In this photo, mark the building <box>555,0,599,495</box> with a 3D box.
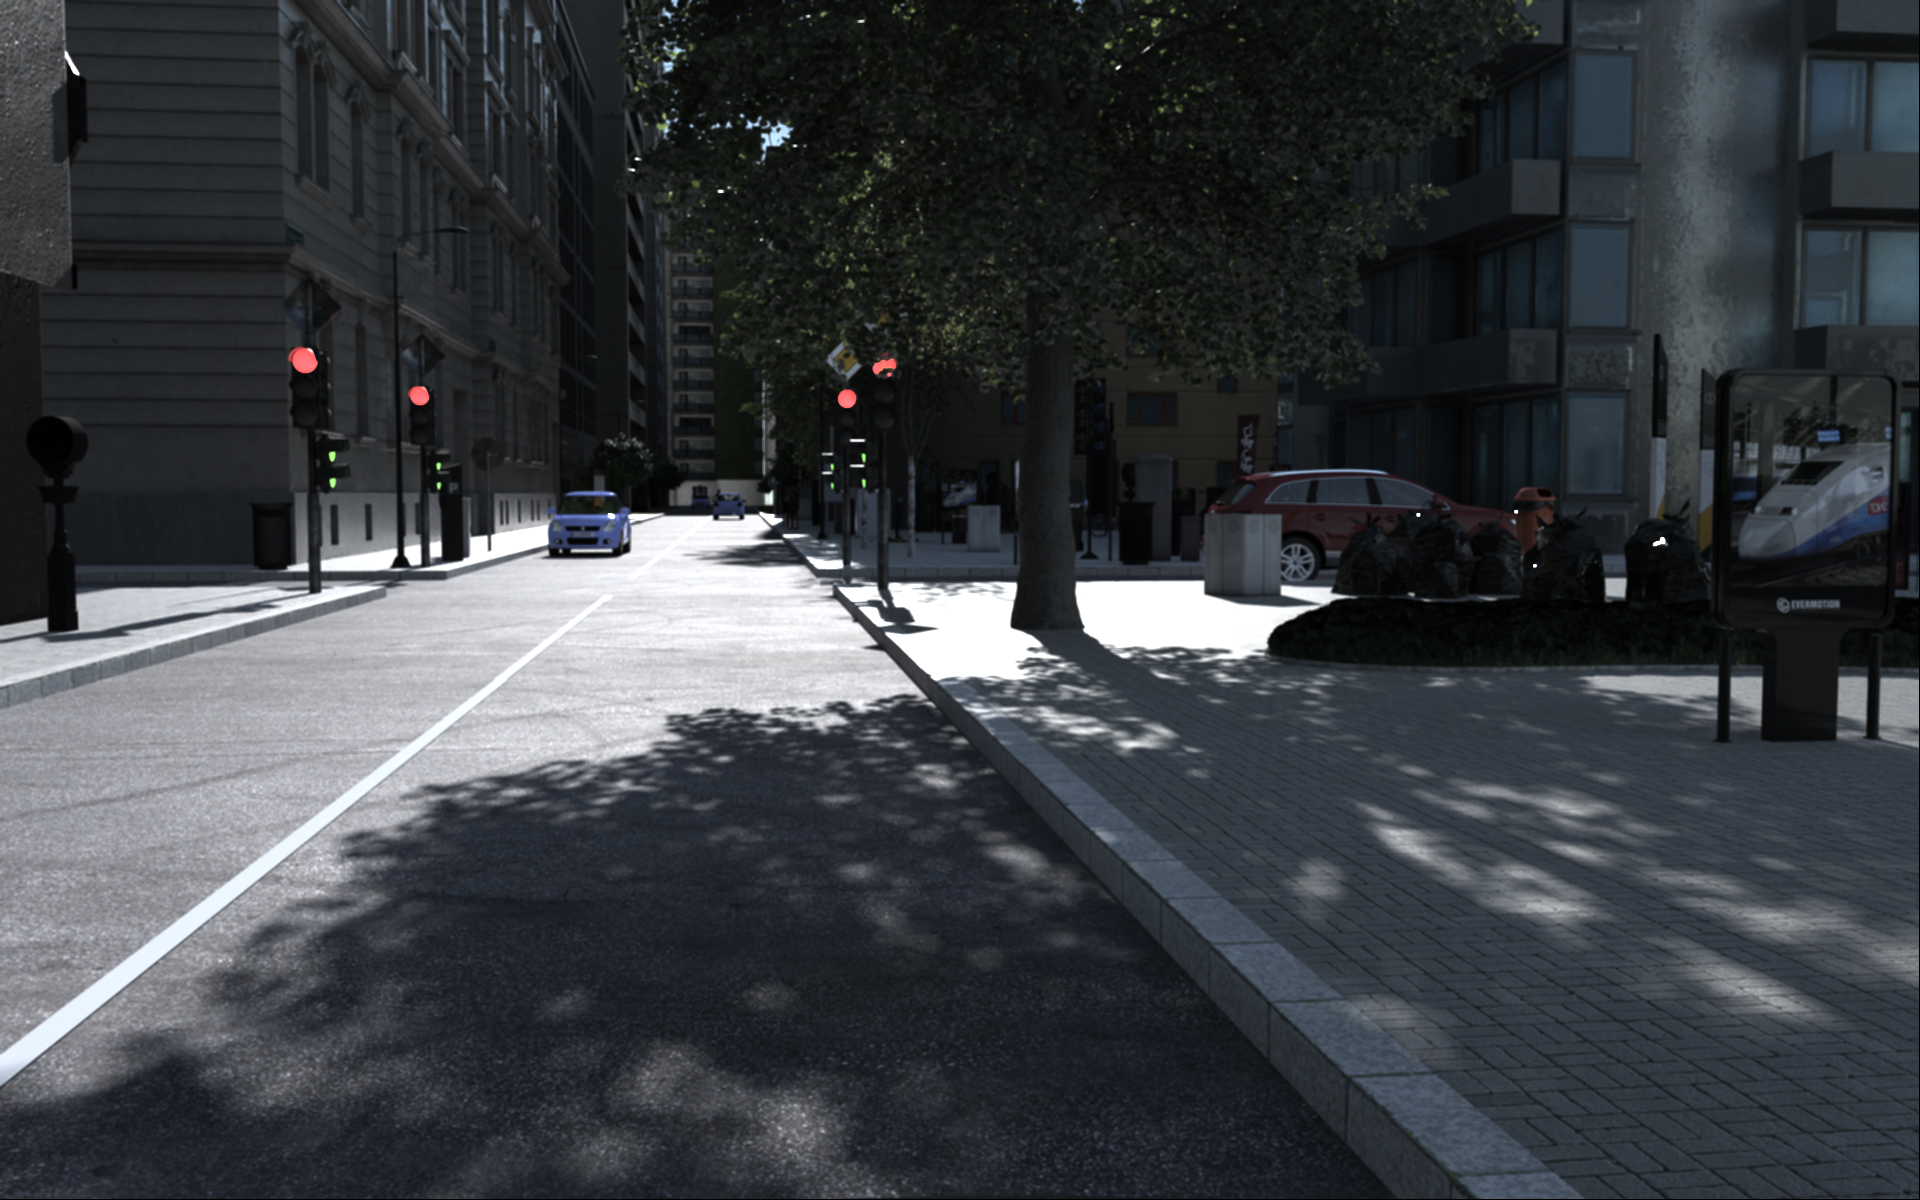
[{"bbox_3d":[-26.559,-18.011,87.988,14.314,27.812,24.014,0,4,-7],"label":"building"}]

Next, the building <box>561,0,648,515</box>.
[{"bbox_3d":[-32.059,-29.952,113.419,21.300,48.544,21.600,0,4,-7],"label":"building"}]

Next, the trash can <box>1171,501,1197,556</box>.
[{"bbox_3d":[4.549,-1.494,36.075,0.748,1.137,0.748,0,3,0],"label":"trash can"}]

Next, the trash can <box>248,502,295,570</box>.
[{"bbox_3d":[-11.697,-1.089,29.459,0.748,1.137,0.748,0,3,0],"label":"trash can"}]

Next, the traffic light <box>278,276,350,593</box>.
[{"bbox_3d":[-8.362,-2.047,22.393,0.839,4.253,0.868,0,4,-7],"label":"traffic light"}]

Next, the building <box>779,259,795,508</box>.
[{"bbox_3d":[-0.007,-17.952,138.556,27.650,21.520,28.899,0,4,-7],"label":"building"}]

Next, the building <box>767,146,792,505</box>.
[{"bbox_3d":[-15.333,-31.446,197.740,14.086,41.232,14.154,0,4,-7],"label":"building"}]

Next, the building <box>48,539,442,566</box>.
[{"bbox_3d":[-19.625,-15.501,40.825,14.401,28.519,23.554,0,4,-7],"label":"building"}]

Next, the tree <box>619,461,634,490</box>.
[{"bbox_3d":[-16.780,-5.440,83.551,1.663,3.219,1.824,0,3,0],"label":"tree"}]

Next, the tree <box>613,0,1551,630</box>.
[{"bbox_3d":[0.902,-6.711,16.378,9.857,13.997,8.962,0,3,0],"label":"tree"}]

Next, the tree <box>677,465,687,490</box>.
[{"bbox_3d":[-26.100,-10.446,154.499,4.285,4.588,4.351,0,3,0],"label":"tree"}]

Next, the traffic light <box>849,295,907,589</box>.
[{"bbox_3d":[-1.062,-2.105,23.334,0.839,4.253,0.868,0,4,-7],"label":"traffic light"}]

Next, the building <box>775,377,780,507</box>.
[{"bbox_3d":[-3.761,-19.731,167.637,27.650,21.520,28.899,0,4,-7],"label":"building"}]

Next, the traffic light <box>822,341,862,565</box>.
[{"bbox_3d":[-2.069,-2.589,31.256,0.839,4.253,0.868,0,4,-7],"label":"traffic light"}]

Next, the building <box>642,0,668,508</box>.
[{"bbox_3d":[-39.076,-44.511,166.003,20.611,71.187,20.563,0,4,-7],"label":"building"}]

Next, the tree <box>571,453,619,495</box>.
[{"bbox_3d":[-17.177,-5.281,80.946,1.663,3.219,1.824,0,3,0],"label":"tree"}]

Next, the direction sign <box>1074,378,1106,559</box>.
[{"bbox_3d":[2.567,-2.584,34.238,0.379,3.537,0.876,-3,4,-39],"label":"direction sign"}]

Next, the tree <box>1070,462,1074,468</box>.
[{"bbox_3d":[2.495,-3.427,50.635,1.663,3.219,1.824,0,3,0],"label":"tree"}]

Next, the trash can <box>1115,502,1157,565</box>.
[{"bbox_3d":[3.192,-1.210,31.436,0.748,1.137,0.748,0,3,0],"label":"trash can"}]

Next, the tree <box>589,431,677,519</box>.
[{"bbox_3d":[-17.427,-6.467,89.452,4.285,4.588,4.351,0,3,0],"label":"tree"}]

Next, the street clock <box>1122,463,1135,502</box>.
[{"bbox_3d":[3.935,-2.166,39.987,0.358,2.002,0.471,2,4,34],"label":"street clock"}]

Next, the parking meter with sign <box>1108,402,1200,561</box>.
[{"bbox_3d":[3.703,-2.251,33.071,1.738,3.016,0.543,0,4,2],"label":"parking meter with sign"}]

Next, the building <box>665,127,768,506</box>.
[{"bbox_3d":[-29.324,-31.347,196.109,14.086,41.232,14.154,0,4,-7],"label":"building"}]

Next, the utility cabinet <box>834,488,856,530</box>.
[{"bbox_3d":[-3.882,-3.168,60.476,0.318,1.500,1.173,3,5,43],"label":"utility cabinet"}]

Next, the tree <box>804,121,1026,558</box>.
[{"bbox_3d":[-0.741,-5.162,34.765,4.360,8.622,3.978,0,3,0],"label":"tree"}]

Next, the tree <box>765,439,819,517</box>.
[{"bbox_3d":[-9.179,-6.941,97.192,4.285,4.588,4.351,0,3,0],"label":"tree"}]

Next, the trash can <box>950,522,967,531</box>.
[{"bbox_3d":[-0.038,-2.818,57.721,0.748,1.137,0.748,0,3,0],"label":"trash can"}]

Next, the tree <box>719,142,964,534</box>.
[{"bbox_3d":[-3.755,-8.406,55.567,7.486,12.596,7.792,0,3,0],"label":"tree"}]

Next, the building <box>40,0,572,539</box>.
[{"bbox_3d":[-22.293,-16.929,64.186,14.401,28.519,23.554,0,4,-7],"label":"building"}]

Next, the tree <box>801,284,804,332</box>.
[{"bbox_3d":[-2.083,-5.541,40.966,4.360,8.622,3.978,0,3,0],"label":"tree"}]

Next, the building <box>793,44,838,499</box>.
[{"bbox_3d":[-4.075,-21.028,115.504,14.160,30.474,14.107,0,4,-7],"label":"building"}]

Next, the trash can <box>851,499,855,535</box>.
[{"bbox_3d":[-3.246,-2.629,54.631,0.748,1.137,0.748,0,3,0],"label":"trash can"}]

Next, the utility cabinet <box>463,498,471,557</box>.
[{"bbox_3d":[-10.193,-1.491,35.533,0.306,1.237,1.020,-1,4,-13],"label":"utility cabinet"}]

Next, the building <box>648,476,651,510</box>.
[{"bbox_3d":[-41.187,-27.155,135.872,32.217,40.220,23.993,0,4,-7],"label":"building"}]

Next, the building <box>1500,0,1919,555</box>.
[{"bbox_3d":[24.018,-26.067,45.811,30.456,49.044,23.786,0,4,-7],"label":"building"}]

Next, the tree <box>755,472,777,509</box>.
[{"bbox_3d":[-18.865,-10.602,167.950,1.663,3.219,1.824,0,3,0],"label":"tree"}]

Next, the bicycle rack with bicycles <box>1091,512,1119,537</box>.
[{"bbox_3d":[5.597,-2.366,52.059,2.925,0.926,2.852,1,4,22],"label":"bicycle rack with bicycles"}]

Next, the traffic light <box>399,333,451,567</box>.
[{"bbox_3d":[-9.370,-2.532,30.314,0.839,4.253,0.868,0,4,-7],"label":"traffic light"}]

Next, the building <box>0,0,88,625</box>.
[{"bbox_3d":[-17.116,-8.799,11.320,16.811,18.784,16.820,0,4,-7],"label":"building"}]

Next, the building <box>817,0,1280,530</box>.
[{"bbox_3d":[8.040,-14.228,77.670,27.650,21.520,28.899,0,4,-7],"label":"building"}]
